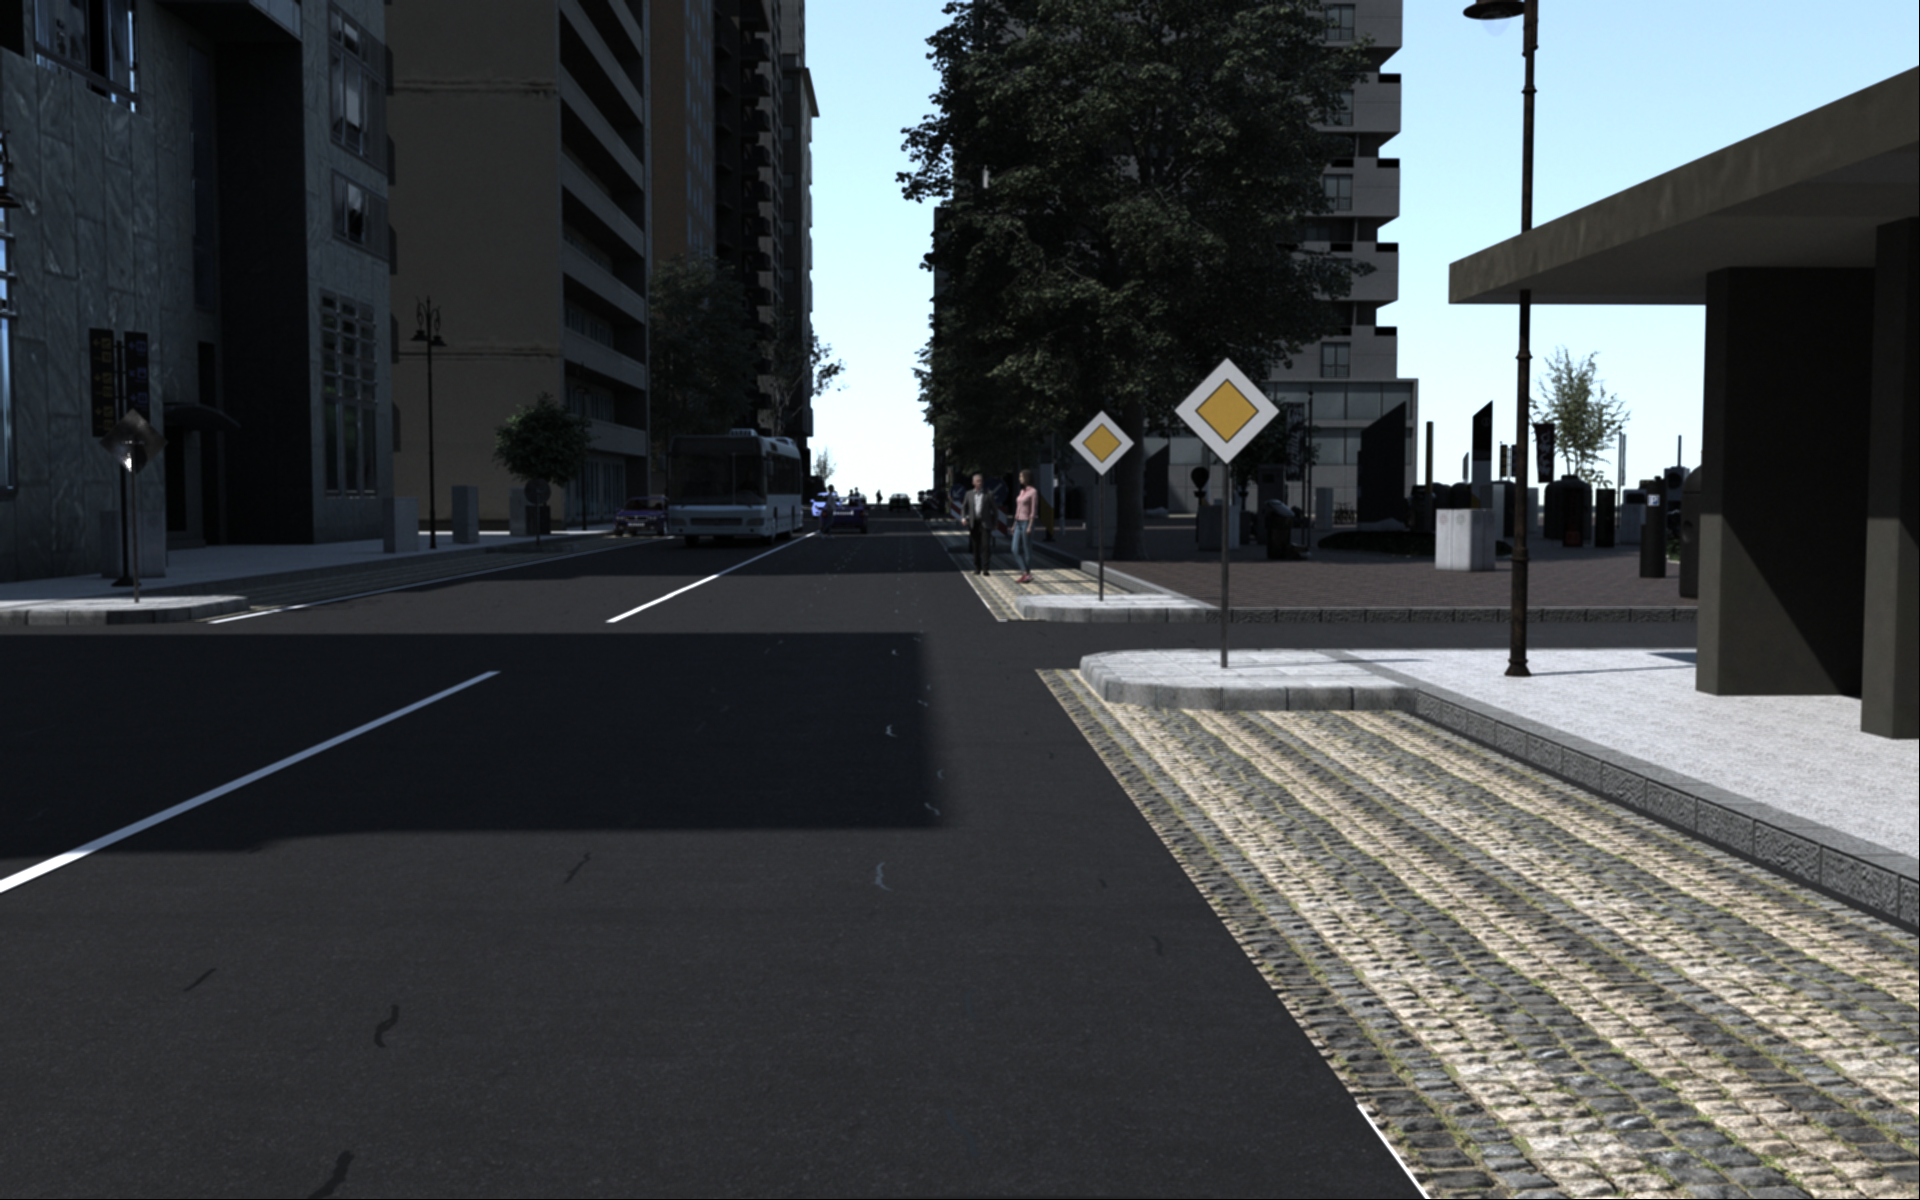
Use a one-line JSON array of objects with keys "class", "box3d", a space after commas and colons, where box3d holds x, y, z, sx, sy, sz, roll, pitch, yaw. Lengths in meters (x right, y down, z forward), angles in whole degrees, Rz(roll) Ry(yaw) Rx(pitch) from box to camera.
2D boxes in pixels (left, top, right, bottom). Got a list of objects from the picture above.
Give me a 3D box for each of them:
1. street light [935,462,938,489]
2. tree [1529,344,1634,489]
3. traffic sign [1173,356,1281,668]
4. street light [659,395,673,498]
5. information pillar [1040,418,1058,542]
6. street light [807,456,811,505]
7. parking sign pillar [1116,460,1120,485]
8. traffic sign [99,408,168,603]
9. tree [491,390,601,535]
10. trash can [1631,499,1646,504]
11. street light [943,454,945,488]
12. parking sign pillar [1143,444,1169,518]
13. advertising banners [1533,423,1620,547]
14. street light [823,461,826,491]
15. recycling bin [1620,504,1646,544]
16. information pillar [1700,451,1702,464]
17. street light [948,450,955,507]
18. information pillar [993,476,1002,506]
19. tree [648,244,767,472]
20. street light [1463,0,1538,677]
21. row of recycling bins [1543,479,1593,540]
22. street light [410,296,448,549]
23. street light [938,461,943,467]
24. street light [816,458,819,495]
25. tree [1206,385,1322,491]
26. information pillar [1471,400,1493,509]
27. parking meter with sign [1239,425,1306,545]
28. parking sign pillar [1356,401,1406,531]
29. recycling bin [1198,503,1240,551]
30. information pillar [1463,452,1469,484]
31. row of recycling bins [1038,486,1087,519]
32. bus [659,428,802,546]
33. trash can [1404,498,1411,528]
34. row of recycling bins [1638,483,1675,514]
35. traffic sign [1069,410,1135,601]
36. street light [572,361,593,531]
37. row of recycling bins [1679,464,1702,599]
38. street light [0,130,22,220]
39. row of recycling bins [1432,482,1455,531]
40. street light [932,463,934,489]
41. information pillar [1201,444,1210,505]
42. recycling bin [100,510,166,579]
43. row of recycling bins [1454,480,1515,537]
[{"class": "street light", "box3d": [-2.585, -14.773, 214.332, 0.468, 5.910, 1.993, 0, 4, -2]}, {"class": "tree", "box3d": [29.692, -8.189, 84.245, 4.737, 8.622, 4.395, 0, 3, 0]}, {"class": "traffic sign", "box3d": [1.947, -0.555, 12.718, 0.795, 2.450, 0.064, 0, 4, -2]}, {"class": "street light", "box3d": [-13.684, -6.612, 80.894, 0.468, 5.910, 1.993, 0, 4, -2]}, {"class": "information pillar", "box3d": [2.370, -3.400, 46.952, 0.183, 3.616, 0.504, -3, 4, -38]}, {"class": "street light", "box3d": [-17.520, -13.900, 200.057, 0.468, 5.910, 1.993, 0, 4, -2]}, {"class": "parking sign pillar", "box3d": [7.910, -5.984, 86.311, 1.447, 3.967, 1.447, 2, 4, 27]}, {"class": "traffic sign", "box3d": [-9.700, -1.022, 20.353, 0.795, 2.450, 0.064, 0, 4, -2]}, {"class": "tree", "box3d": [-13.000, -4.334, 54.577, 4.285, 4.588, 4.351, 0, 3, 0]}, {"class": "trash can", "box3d": [20.599, -2.483, 52.251, 0.748, 1.137, 0.748, 0, 3, 0]}, {"class": "street light", "box3d": [-1.157, -12.184, 172.002, 0.468, 5.910, 1.993, 0, 4, -2]}, {"class": "parking sign pillar", "box3d": [10.521, -6.395, 93.024, 1.447, 3.967, 1.447, -1, 4, -21]}, {"class": "advertising banners", "box3d": [14.973, -2.811, 42.152, 2.074, 3.025, 0.090, 2, 4, 35]}, {"class": "street light", "box3d": [-18.875, -16.422, 241.288, 0.468, 5.910, 1.993, 0, 4, -2]}, {"class": "recycling bin", "box3d": [17.468, -1.952, 44.462, 0.722, 1.027, 0.722, -1, 4, -20]}, {"class": "information pillar", "box3d": [12.656, -1.507, 29.126, 0.304, 2.012, 0.304, -1, 4, -13]}, {"class": "street light", "box3d": [-0.568, -10.962, 152.021, 0.468, 5.910, 1.993, 0, 4, -2]}, {"class": "information pillar", "box3d": [1.549, -4.106, 71.619, 0.304, 2.012, 0.304, -1, 4, -16]}, {"class": "tree", "box3d": [-14.825, -11.177, 89.403, 9.857, 13.997, 8.962, 0, 3, 0]}, {"class": "street light", "box3d": [3.941, -2.402, 12.059, 0.468, 5.910, 1.993, 0, 4, -2]}, {"class": "row of recycling bins", "box3d": [17.386, -2.605, 49.700, 1.069, 1.692, 3.534, 1, 4, 10]}, {"class": "street light", "box3d": [-12.386, -4.143, 40.533, 0.468, 5.910, 1.993, 0, 4, -2]}, {"class": "street light", "box3d": [-1.871, -13.515, 193.755, 0.468, 5.910, 1.993, 0, 4, -2]}, {"class": "street light", "box3d": [-18.110, -15.147, 220.442, 0.468, 5.910, 1.993, 0, 4, -2]}, {"class": "tree", "box3d": [9.193, -4.218, 52.676, 4.285, 4.588, 4.351, 0, 3, 0]}, {"class": "information pillar", "box3d": [12.950, -3.156, 42.952, 0.504, 3.616, 0.183, 1, 4, 14]}, {"class": "parking meter with sign", "box3d": [7.912, -2.925, 44.092, 1.738, 3.016, 0.543, 1, 4, 12]}, {"class": "parking sign pillar", "box3d": [12.239, -3.784, 50.342, 1.447, 3.967, 1.447, 0, 4, -7]}, {"class": "recycling bin", "box3d": [5.900, -1.646, 39.467, 0.722, 1.027, 0.722, 3, 4, 36]}, {"class": "information pillar", "box3d": [27.882, -6.370, 95.512, 0.504, 3.616, 0.183, -3, 5, -44]}, {"class": "row of recycling bins", "box3d": [5.335, -5.076, 90.112, 1.069, 1.692, 3.534, -3, 4, -36]}, {"class": "bus", "box3d": [-6.464, -3.436, 51.041, 2.948, 3.499, 13.247, 0, 4, -1]}, {"class": "trash can", "box3d": [17.327, -3.343, 66.304, 0.748, 1.137, 0.748, 0, 3, 0]}, {"class": "row of recycling bins", "box3d": [26.278, -3.425, 63.106, 1.069, 1.692, 3.534, -2, 4, -34]}, {"class": "traffic sign", "box3d": [1.689, -1.043, 20.699, 0.795, 2.450, 0.064, 0, 4, -2]}, {"class": "street light", "box3d": [-13.154, -5.365, 60.508, 0.468, 5.910, 1.993, 0, 4, -2]}, {"class": "row of recycling bins", "box3d": [10.615, -0.843, 20.894, 3.534, 1.692, 1.069, 1, 4, 16]}, {"class": "street light", "box3d": [-11.701, -2.922, 20.555, 0.468, 5.910, 1.993, 0, 4, -2]}, {"class": "row of recycling bins", "box3d": [18.152, -3.314, 61.296, 3.534, 1.692, 1.069, 0, 4, -6]}, {"class": "street light", "box3d": [-3.206, -16.010, 234.549, 0.468, 5.910, 1.993, 0, 4, -2]}, {"class": "information pillar", "box3d": [10.236, -4.941, 72.136, 0.183, 3.616, 0.504, -2, 4, -30]}, {"class": "recycling bin", "box3d": [-12.704, -0.859, 26.601, 0.722, 1.027, 0.722, 3, 5, 43]}, {"class": "row of recycling bins", "box3d": [16.441, -2.840, 53.540, 1.069, 1.692, 3.534, 0, 4, -1]}]
